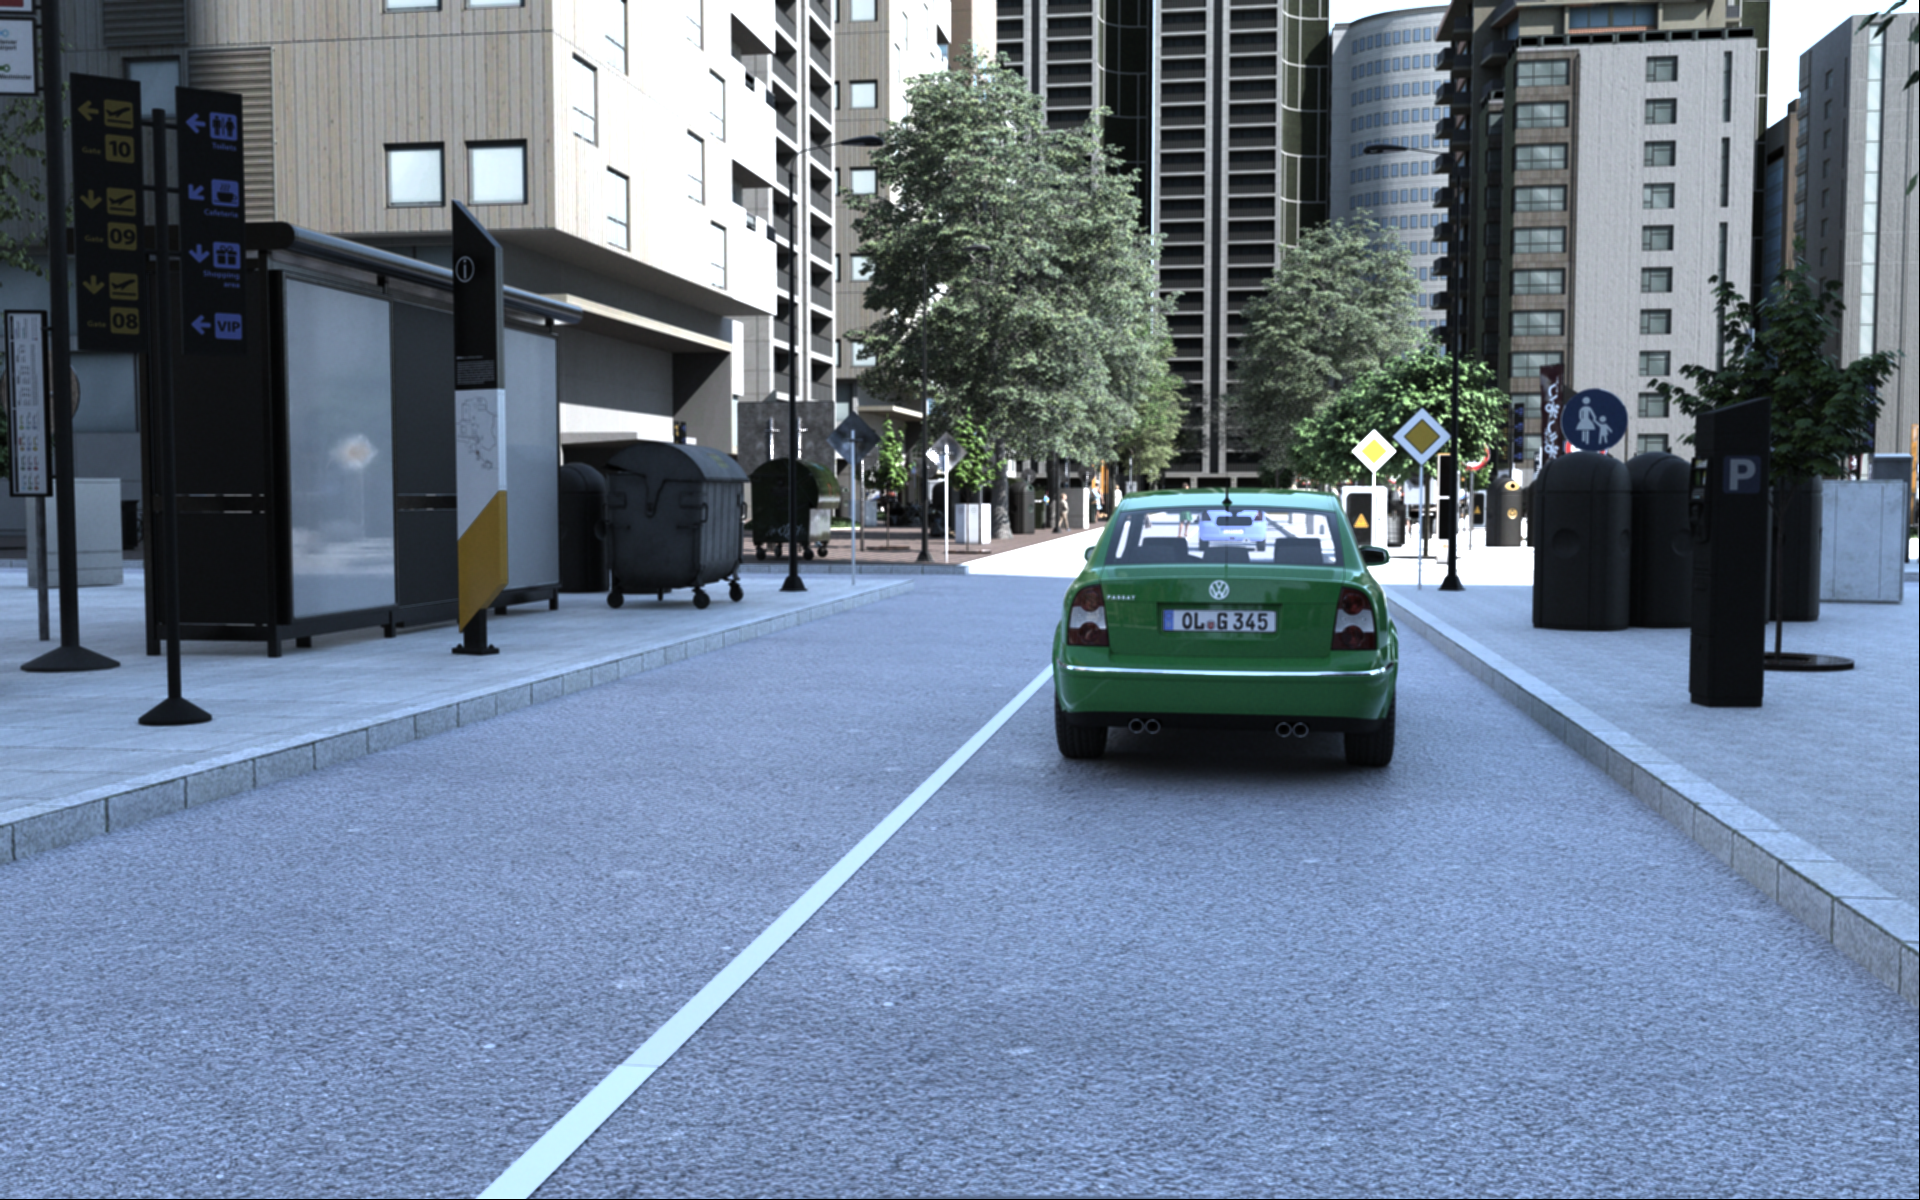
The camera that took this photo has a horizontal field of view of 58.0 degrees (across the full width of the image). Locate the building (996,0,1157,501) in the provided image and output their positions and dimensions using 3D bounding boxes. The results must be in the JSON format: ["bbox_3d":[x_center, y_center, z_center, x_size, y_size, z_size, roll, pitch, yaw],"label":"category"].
[{"bbox_3d":[12.995,-47.458,214.189,20.611,71.187,20.563,1,4,9],"label":"building"}]

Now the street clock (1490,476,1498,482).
[{"bbox_3d":[21.138,-3.900,68.331,0.471,2.002,0.358,-2,4,-25],"label":"street clock"}]

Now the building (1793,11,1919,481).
[{"bbox_3d":[81.904,-28.566,150.650,14.086,41.232,14.154,1,4,9],"label":"building"}]

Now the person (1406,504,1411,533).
[{"bbox_3d":[14.829,-2.815,57.091,0.382,1.210,0.505,0,4,1],"label":"person"}]

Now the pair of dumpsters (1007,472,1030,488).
[{"bbox_3d":[2.238,-4.464,75.474,1.574,2.255,4.437,1,4,9],"label":"pair of dumpsters"}]

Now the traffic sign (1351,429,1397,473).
[{"bbox_3d":[7.427,-1.764,31.036,0.795,2.593,0.064,1,4,9],"label":"traffic sign"}]

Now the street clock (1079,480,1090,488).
[{"bbox_3d":[5.975,-4.800,83.042,0.471,2.002,0.358,-1,4,-18],"label":"street clock"}]

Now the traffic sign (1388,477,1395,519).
[{"bbox_3d":[21.205,-5.166,84.563,0.768,2.556,0.104,1,4,14],"label":"traffic sign"}]

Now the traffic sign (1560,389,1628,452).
[{"bbox_3d":[7.674,-1.279,21.023,0.768,2.556,0.104,1,4,17],"label":"traffic sign"}]

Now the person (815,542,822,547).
[{"bbox_3d":[-3.470,-2.171,42.380,0.563,1.720,0.643,2,4,29],"label":"person"}]

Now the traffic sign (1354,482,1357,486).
[{"bbox_3d":[12.458,-3.329,54.531,0.768,2.556,0.104,1,4,18],"label":"traffic sign"}]

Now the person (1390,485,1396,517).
[{"bbox_3d":[24.056,-5.503,96.115,0.767,1.812,0.694,-1,4,-9],"label":"person"}]

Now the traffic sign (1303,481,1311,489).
[{"bbox_3d":[19.150,-5.798,94.795,0.884,2.594,0.081,1,4,17],"label":"traffic sign"}]

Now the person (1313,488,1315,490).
[{"bbox_3d":[27.964,-8.012,136.973,0.705,1.831,1.348,3,4,36],"label":"person"}]

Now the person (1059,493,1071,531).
[{"bbox_3d":[3.592,-3.067,60.465,0.475,1.303,0.640,3,5,42],"label":"person"}]

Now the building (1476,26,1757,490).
[{"bbox_3d":[41.967,-20.818,112.083,14.160,30.474,14.107,1,4,9],"label":"building"}]

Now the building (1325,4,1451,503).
[{"bbox_3d":[58.398,-40.720,207.768,28.212,58.520,21.231,1,4,9],"label":"building"}]

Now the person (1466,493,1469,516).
[{"bbox_3d":[29.443,-5.767,100.540,0.583,1.804,0.606,-1,4,-23],"label":"person"}]

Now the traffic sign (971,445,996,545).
[{"bbox_3d":[0.514,-2.676,43.866,0.768,2.556,0.104,1,4,11],"label":"traffic sign"}]

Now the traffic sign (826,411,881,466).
[{"bbox_3d":[-1.515,-1.357,24.380,0.795,2.593,0.064,1,4,9],"label":"traffic sign"}]

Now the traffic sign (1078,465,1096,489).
[{"bbox_3d":[5.394,-4.507,73.793,0.768,2.556,0.104,1,4,14],"label":"traffic sign"}]

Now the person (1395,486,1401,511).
[{"bbox_3d":[22.655,-5.060,89.524,0.466,1.731,0.760,2,4,27],"label":"person"}]

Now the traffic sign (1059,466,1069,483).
[{"bbox_3d":[4.624,-4.912,80.321,0.884,2.594,0.081,1,4,17],"label":"traffic sign"}]

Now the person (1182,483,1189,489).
[{"bbox_3d":[7.218,-2.875,55.750,0.529,1.795,0.600,-1,4,-21],"label":"person"}]

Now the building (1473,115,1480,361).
[{"bbox_3d":[44.546,-21.680,126.174,14.160,30.474,14.107,1,4,9],"label":"building"}]

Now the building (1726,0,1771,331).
[{"bbox_3d":[82.953,-46.756,202.714,20.611,71.187,20.563,1,4,9],"label":"building"}]

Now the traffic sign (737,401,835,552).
[{"bbox_3d":[-3.842,-2.707,38.127,2.265,3.308,0.079,1,4,14],"label":"traffic sign"}]

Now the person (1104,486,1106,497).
[{"bbox_3d":[10.114,-7.079,121.417,1.348,1.869,0.705,0,4,7],"label":"person"}]

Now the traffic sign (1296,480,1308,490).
[{"bbox_3d":[14.218,-4.345,71.038,0.884,2.594,0.081,1,4,11],"label":"traffic sign"}]

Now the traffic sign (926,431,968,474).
[{"bbox_3d":[-0.269,-1.840,32.268,0.795,2.593,0.064,1,4,9],"label":"traffic sign"}]

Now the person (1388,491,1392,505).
[{"bbox_3d":[43.878,-10.314,176.144,0.593,1.643,0.415,0,4,7],"label":"person"}]

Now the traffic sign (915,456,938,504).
[{"bbox_3d":[-1.106,-3.490,57.163,0.768,2.556,0.104,1,4,10],"label":"traffic sign"}]

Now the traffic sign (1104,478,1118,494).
[{"bbox_3d":[8.598,-6.056,99.018,0.884,2.594,0.081,1,4,10],"label":"traffic sign"}]

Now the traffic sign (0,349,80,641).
[{"bbox_3d":[-8.030,-0.918,15.111,0.768,2.556,0.104,1,4,9],"label":"traffic sign"}]

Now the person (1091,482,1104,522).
[{"bbox_3d":[6.214,-4.418,78.366,0.616,1.811,0.778,0,4,2],"label":"person"}]

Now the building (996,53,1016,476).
[{"bbox_3d":[-2.018,-29.415,164.538,14.086,41.232,14.154,1,4,9],"label":"building"}]

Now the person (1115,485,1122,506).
[{"bbox_3d":[8.868,-5.602,97.981,0.694,1.780,0.624,-1,4,-11],"label":"person"}]

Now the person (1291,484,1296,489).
[{"bbox_3d":[17.894,-5.324,93.269,0.709,1.800,0.728,-1,4,-20],"label":"person"}]

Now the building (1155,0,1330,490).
[{"bbox_3d":[34.194,-47.246,210.720,20.611,71.187,20.563,1,4,9],"label":"building"}]

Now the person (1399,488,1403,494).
[{"bbox_3d":[29.537,-6.717,116.693,1.217,1.723,0.721,-2,4,-26],"label":"person"}]

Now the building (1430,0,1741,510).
[{"bbox_3d":[52.141,-30.126,147.181,22.147,44.769,28.867,1,4,9],"label":"building"}]

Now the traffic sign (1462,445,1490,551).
[{"bbox_3d":[11.494,-2.375,38.935,0.768,2.556,0.104,1,4,10],"label":"traffic sign"}]

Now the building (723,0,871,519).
[{"bbox_3d":[-16.029,-40.374,98.372,20.563,71.187,20.611,1,4,9],"label":"building"}]

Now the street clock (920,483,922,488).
[{"bbox_3d":[-1.988,-5.677,97.387,0.471,2.002,0.358,0,4,-5],"label":"street clock"}]

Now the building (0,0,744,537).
[{"bbox_3d":[-22.468,-28.912,61.946,28.713,52.752,27.495,1,4,9],"label":"building"}]

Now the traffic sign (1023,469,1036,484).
[{"bbox_3d":[3.409,-5.281,86.443,0.768,2.556,0.104,1,4,13],"label":"traffic sign"}]

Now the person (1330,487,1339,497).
[{"bbox_3d":[15.884,-4.103,73.309,0.526,1.800,0.537,3,5,43],"label":"person"}]

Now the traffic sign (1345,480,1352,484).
[{"bbox_3d":[20.081,-5.545,90.665,0.884,2.594,0.081,1,4,16],"label":"traffic sign"}]

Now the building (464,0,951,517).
[{"bbox_3d":[-15.618,-32.696,123.819,28.713,52.752,27.495,1,4,9],"label":"building"}]

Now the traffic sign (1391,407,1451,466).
[{"bbox_3d":[6.181,-1.282,23.149,0.795,2.593,0.064,1,4,9],"label":"traffic sign"}]

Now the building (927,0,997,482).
[{"bbox_3d":[-4.794,-30.171,143.409,14.600,45.320,14.200,1,4,9],"label":"building"}]

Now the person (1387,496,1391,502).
[{"bbox_3d":[32.343,-7.458,131.237,1.065,1.426,0.557,-1,4,-17],"label":"person"}]

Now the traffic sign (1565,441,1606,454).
[{"bbox_3d":[12.110,-2.049,33.603,0.768,2.556,0.104,1,4,9],"label":"traffic sign"}]

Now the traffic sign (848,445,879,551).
[{"bbox_3d":[-2.189,-2.359,38.677,0.768,2.556,0.104,1,4,11],"label":"traffic sign"}]
